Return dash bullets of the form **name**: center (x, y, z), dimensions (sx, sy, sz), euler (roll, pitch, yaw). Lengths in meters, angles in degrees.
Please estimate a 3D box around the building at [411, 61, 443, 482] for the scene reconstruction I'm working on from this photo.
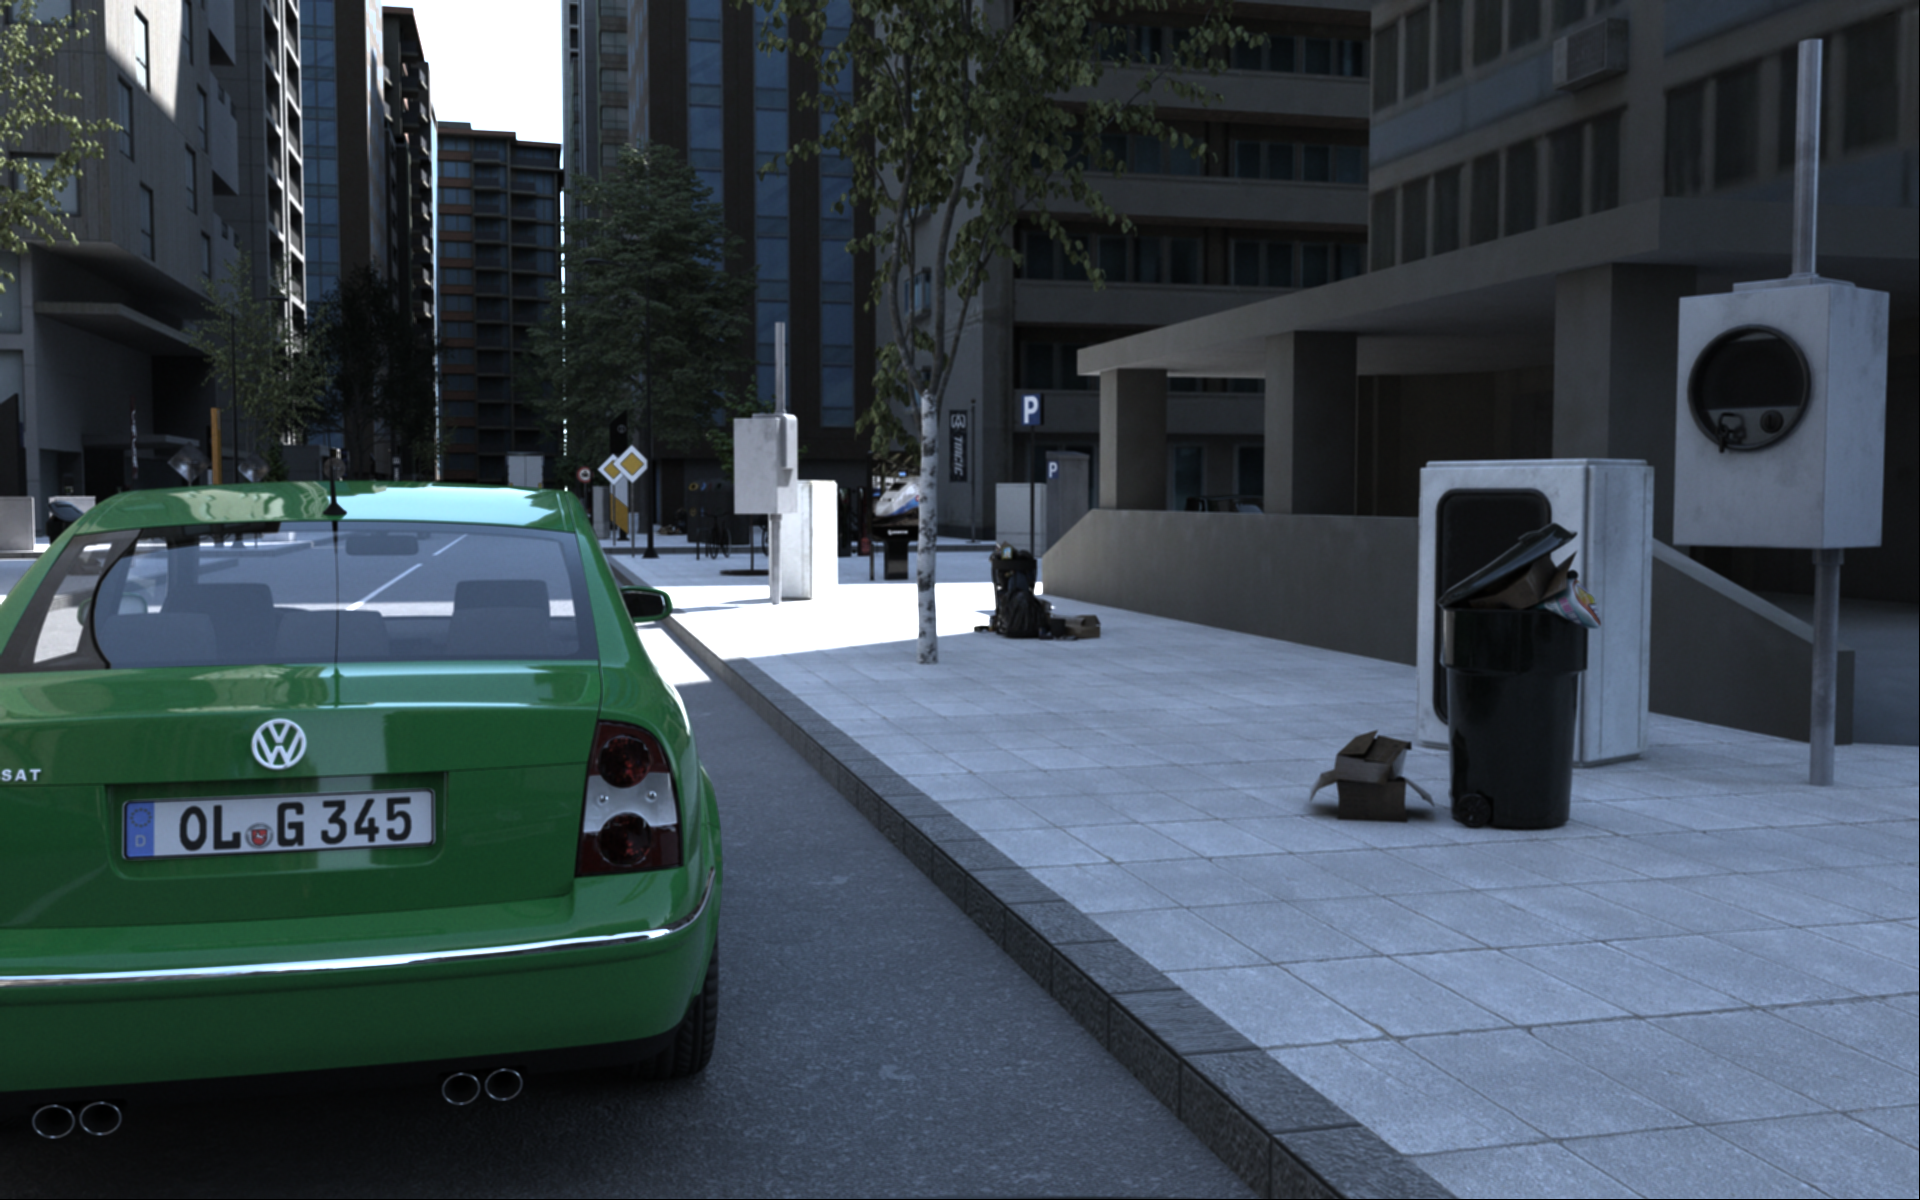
- **building**: center (-60.340, -32.113, 175.163), dimensions (14.200, 45.320, 14.600), euler (-1, 4, -14)

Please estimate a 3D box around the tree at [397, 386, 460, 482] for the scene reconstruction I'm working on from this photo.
- **tree**: center (-35.871, -10.132, 116.028), dimensions (4.737, 8.622, 4.395), euler (0, 3, 0)

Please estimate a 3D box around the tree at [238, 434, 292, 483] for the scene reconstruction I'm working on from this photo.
- **tree**: center (-21.870, -3.709, 55.241), dimensions (1.663, 3.219, 1.824), euler (0, 3, 0)

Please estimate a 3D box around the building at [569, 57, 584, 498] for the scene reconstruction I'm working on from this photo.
- **building**: center (-30.157, -29.592, 167.424), dimensions (14.154, 41.232, 14.086), euler (-1, 4, -14)

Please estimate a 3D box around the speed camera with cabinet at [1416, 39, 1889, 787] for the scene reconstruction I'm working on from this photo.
- **speed camera with cabinet**: center (3.143, -0.841, 8.087), dimensions (0.660, 3.252, 2.038), euler (-3, 4, -38)

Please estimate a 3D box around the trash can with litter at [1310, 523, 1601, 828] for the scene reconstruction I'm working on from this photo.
- **trash can with litter**: center (1.914, 0.282, 6.778), dimensions (1.055, 1.170, 0.624), euler (1, 4, 12)

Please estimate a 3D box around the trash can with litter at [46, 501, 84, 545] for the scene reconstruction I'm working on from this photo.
- **trash can with litter**: center (-14.070, -0.994, 27.637), dimensions (1.055, 1.170, 0.624), euler (2, 4, 31)

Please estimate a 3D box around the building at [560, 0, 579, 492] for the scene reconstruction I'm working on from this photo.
- **building**: center (-37.670, -47.250, 210.782), dimensions (20.611, 71.187, 20.563), euler (-1, 4, -14)

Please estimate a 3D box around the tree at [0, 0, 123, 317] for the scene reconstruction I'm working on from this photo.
- **tree**: center (-12.844, -4.358, 21.619), dimensions (4.737, 8.622, 4.395), euler (0, 3, 0)

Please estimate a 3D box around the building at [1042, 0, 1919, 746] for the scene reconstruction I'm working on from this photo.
- **building**: center (18.359, -19.958, 18.188), dimensions (32.217, 40.220, 23.993), euler (-1, 4, -14)

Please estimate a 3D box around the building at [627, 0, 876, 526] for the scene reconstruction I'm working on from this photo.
- **building**: center (-7.087, -26.013, 75.424), dimensions (14.600, 45.320, 14.200), euler (-1, 4, -14)

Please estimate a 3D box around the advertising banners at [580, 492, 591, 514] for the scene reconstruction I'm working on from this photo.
- **advertising banners**: center (-24.285, -7.192, 113.778), dimensions (2.074, 3.025, 0.090), euler (3, 5, 42)

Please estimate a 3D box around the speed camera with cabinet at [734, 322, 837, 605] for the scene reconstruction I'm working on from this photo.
- **speed camera with cabinet**: center (-2.074, -1.616, 20.765), dimensions (0.660, 3.252, 2.038), euler (1, 4, 15)

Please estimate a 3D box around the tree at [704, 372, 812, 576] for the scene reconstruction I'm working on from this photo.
- **tree**: center (-3.192, -2.020, 27.634), dimensions (1.663, 3.219, 1.824), euler (0, 3, 0)

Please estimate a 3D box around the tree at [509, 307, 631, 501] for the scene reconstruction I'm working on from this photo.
- **tree**: center (-20.549, -10.260, 93.502), dimensions (9.928, 11.665, 9.643), euler (0, 3, 0)

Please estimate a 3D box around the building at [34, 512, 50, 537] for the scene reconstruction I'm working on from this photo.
- **building**: center (-40.930, -28.725, 58.899), dimensions (28.713, 52.752, 27.495), euler (-1, 4, -14)

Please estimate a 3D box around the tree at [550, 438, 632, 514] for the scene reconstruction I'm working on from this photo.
- **tree**: center (-17.085, -6.133, 83.996), dimensions (4.285, 4.588, 4.351), euler (0, 3, 0)

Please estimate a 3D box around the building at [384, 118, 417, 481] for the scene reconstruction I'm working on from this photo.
- **building**: center (-49.388, -22.026, 131.827), dimensions (14.160, 30.474, 14.107), euler (-1, 4, -14)

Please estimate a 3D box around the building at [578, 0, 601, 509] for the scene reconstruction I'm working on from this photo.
- **building**: center (-21.571, -37.020, 147.274), dimensions (21.231, 58.520, 28.212), euler (-1, 4, -14)

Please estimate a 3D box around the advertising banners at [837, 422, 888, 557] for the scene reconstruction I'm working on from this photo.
- **advertising banners**: center (-1.998, -2.426, 35.851), dimensions (0.090, 3.025, 2.074), euler (2, 4, 30)

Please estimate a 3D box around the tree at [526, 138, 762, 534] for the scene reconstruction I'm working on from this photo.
- **tree**: center (-9.842, -8.420, 55.788), dimensions (7.486, 12.596, 7.792), euler (0, 3, 0)

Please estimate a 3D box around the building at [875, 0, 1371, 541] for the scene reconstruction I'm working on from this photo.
- **building**: center (8.243, -26.612, 58.802), dimensions (21.600, 48.544, 21.300), euler (-1, 4, -14)

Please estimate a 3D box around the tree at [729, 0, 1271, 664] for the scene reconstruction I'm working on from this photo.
- **tree**: center (-0.061, -3.834, 13.048), dimensions (4.737, 8.622, 4.395), euler (0, 3, 0)

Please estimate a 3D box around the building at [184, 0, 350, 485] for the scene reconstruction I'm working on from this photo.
- **building**: center (-44.039, -39.935, 91.188), dimensions (20.563, 71.187, 20.611), euler (-1, 4, -14)

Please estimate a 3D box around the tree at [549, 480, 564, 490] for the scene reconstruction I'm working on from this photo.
- **tree**: center (-42.759, -11.644, 184.985), dimensions (1.663, 3.219, 1.824), euler (0, 3, 0)

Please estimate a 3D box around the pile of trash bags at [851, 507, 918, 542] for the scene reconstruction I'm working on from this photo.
- **pile of trash bags**: center (-2.785, -2.253, 46.583), dimensions (3.447, 1.369, 1.912), euler (-3, 5, -44)

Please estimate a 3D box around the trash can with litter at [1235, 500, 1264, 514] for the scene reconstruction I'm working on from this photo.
- **trash can with litter**: center (5.579, -1.298, 32.615), dimensions (0.624, 1.170, 1.055), euler (-1, 4, -13)

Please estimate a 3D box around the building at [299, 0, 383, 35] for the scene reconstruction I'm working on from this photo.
- **building**: center (-46.750, -28.585, 117.471), dimensions (14.600, 45.320, 14.200), euler (-1, 4, -14)

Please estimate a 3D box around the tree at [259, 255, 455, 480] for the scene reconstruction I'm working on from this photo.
- **tree**: center (-23.544, -8.122, 67.201), dimensions (7.601, 10.594, 8.767), euler (0, 4, 2)

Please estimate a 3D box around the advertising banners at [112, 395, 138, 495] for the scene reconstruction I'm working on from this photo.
- **advertising banners**: center (-14.443, -2.069, 30.014), dimensions (0.090, 3.025, 2.074), euler (-1, 4, -15)

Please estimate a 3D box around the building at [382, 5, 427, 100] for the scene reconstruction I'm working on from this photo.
- **building**: center (-58.480, -30.425, 152.069), dimensions (22.147, 44.769, 28.867), euler (-1, 4, -14)

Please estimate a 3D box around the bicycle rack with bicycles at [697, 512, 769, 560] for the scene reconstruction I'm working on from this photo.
- **bicycle rack with bicycles**: center (-4.128, -1.305, 34.724), dimensions (2.852, 0.926, 2.925), euler (0, 4, -2)

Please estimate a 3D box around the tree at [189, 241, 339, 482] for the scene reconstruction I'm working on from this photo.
- **tree**: center (-20.773, -6.189, 51.547), dimensions (4.737, 8.622, 4.395), euler (0, 3, 0)

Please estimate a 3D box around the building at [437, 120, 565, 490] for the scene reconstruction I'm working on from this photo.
- **building**: center (-61.684, -33.702, 205.657), dimensions (28.867, 44.769, 22.147), euler (-1, 4, -14)

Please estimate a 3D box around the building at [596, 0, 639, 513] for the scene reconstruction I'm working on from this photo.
- **building**: center (-19.300, -27.096, 126.614), dimensions (14.154, 41.232, 14.086), euler (-1, 4, -14)
